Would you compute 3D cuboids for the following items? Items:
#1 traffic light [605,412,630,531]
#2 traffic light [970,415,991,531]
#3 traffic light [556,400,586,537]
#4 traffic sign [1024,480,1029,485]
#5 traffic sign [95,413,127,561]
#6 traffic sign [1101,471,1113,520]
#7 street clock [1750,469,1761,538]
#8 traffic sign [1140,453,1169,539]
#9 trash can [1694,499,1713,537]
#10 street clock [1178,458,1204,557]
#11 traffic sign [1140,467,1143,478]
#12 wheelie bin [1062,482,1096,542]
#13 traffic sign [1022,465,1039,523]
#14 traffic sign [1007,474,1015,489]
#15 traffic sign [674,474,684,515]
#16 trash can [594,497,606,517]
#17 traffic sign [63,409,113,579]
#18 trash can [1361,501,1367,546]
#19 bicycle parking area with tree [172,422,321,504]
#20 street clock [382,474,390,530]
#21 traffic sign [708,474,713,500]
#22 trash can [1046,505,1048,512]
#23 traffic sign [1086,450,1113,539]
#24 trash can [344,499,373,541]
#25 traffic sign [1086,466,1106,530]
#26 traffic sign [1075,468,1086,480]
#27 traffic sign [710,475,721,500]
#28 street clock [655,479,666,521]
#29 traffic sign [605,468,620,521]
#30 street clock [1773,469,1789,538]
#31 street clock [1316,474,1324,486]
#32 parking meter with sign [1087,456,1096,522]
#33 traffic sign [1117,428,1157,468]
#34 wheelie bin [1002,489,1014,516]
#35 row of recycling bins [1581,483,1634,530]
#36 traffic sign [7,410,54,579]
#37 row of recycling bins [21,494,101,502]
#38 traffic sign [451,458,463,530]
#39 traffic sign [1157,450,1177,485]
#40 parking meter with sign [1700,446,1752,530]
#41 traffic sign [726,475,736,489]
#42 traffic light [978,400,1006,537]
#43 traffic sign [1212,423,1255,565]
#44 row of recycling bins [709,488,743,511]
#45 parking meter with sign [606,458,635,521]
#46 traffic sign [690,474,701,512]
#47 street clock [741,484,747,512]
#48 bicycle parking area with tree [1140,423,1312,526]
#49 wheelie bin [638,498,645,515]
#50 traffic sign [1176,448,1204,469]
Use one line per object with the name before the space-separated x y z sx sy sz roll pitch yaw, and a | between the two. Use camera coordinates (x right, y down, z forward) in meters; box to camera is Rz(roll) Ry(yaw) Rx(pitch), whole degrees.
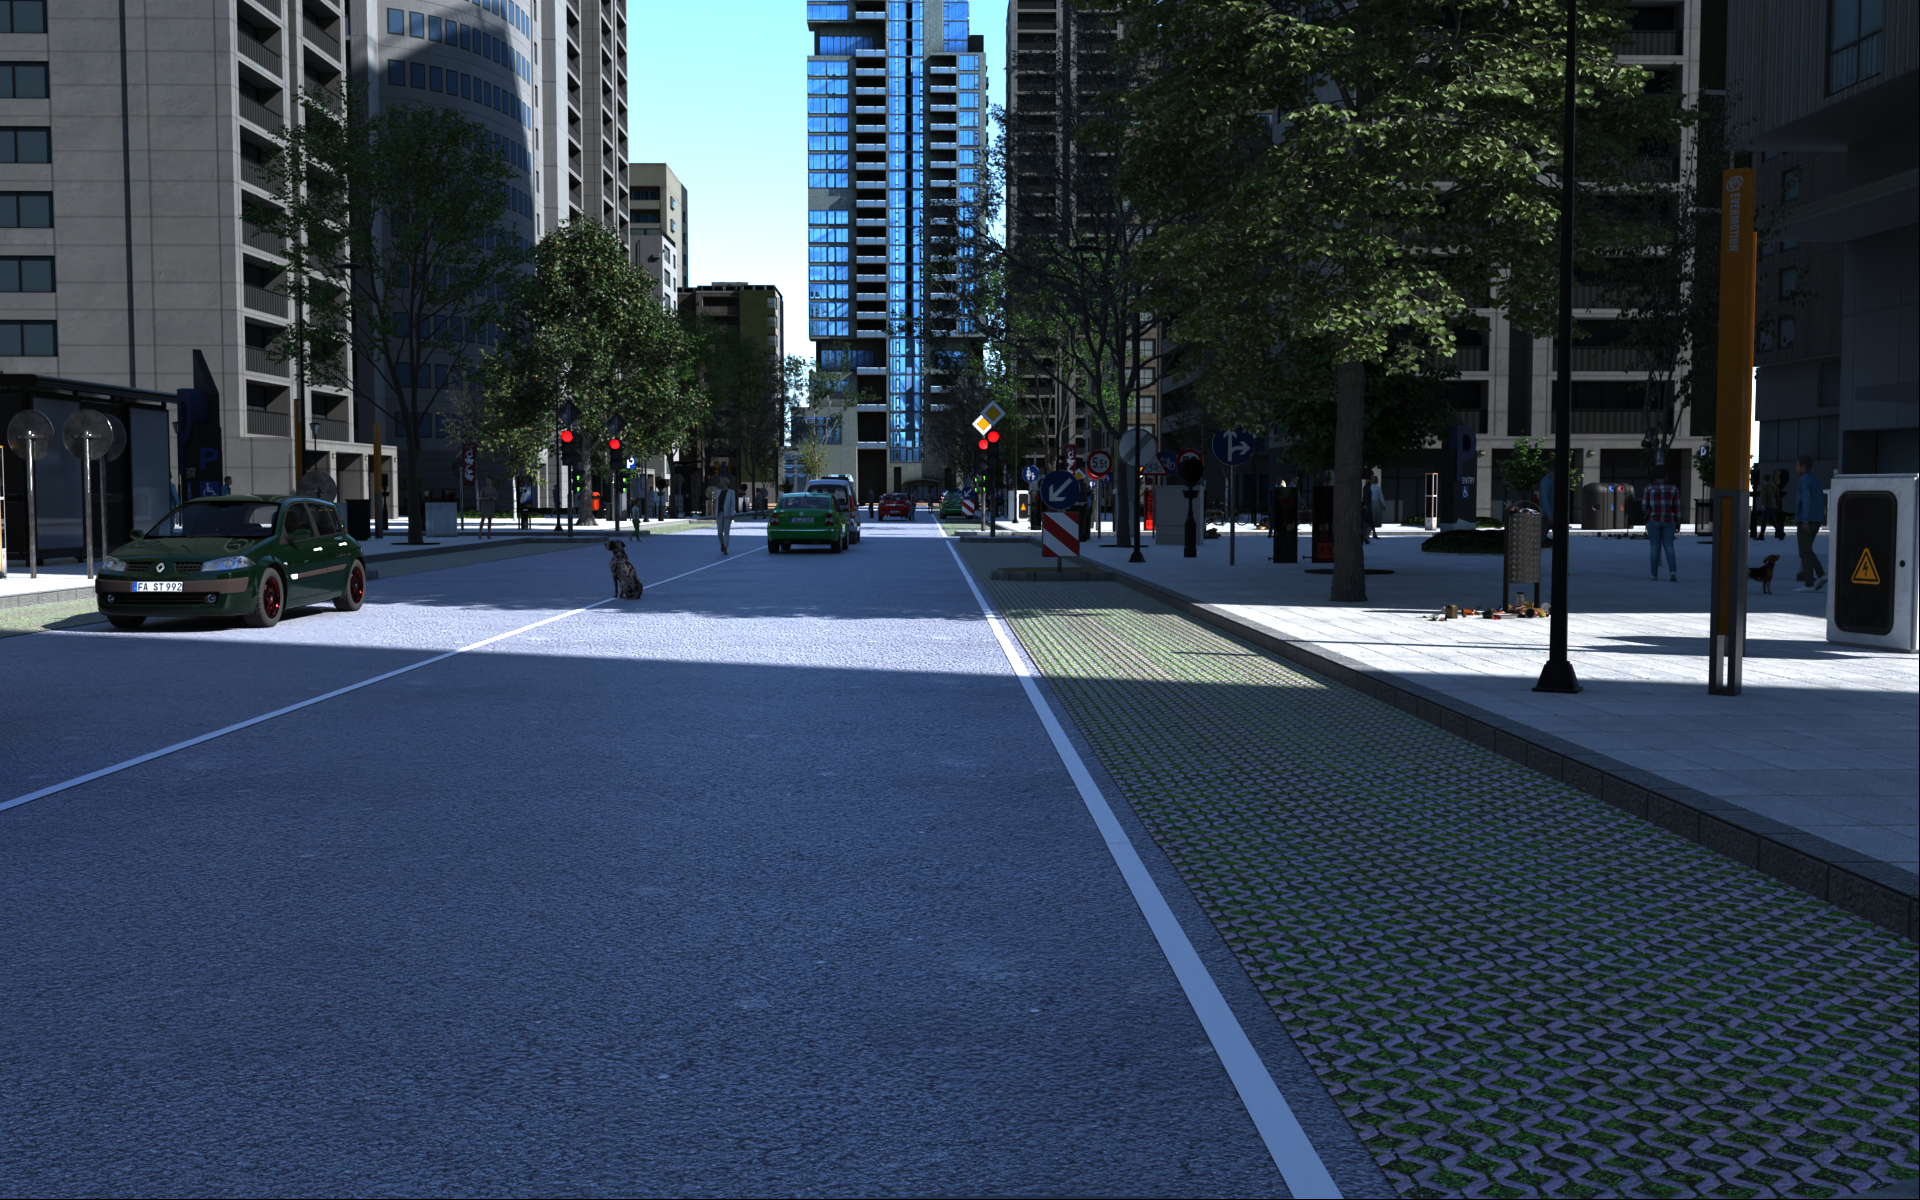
traffic light | -11.774 -4.316 59.487 0.839 4.253 0.868 0 4 -1
traffic light | 0.784 -4.334 59.786 0.839 4.253 0.868 0 4 -1
traffic light | -11.593 -3.828 51.504 0.839 4.253 0.868 0 4 -1
traffic sign | 3.951 -5.933 97.103 0.768 2.556 0.104 0 4 6
traffic sign | -13.525 -1.666 27.352 0.768 2.556 0.104 0 4 7
traffic sign | 7.136 -5.194 85.033 0.768 2.556 0.104 0 4 -1
street clock | 23.129 -2.805 50.429 0.358 2.002 0.471 1 4 22
traffic sign | 5.564 -3.042 49.740 0.884 2.594 0.081 0 4 1
trash can | 22.623 -2.500 52.523 0.748 1.137 0.748 0 3 0
street clock | 4.671 -1.867 35.091 0.471 2.002 0.358 -2 4 -25
traffic sign | 6.402 -3.793 61.756 0.795 2.593 0.064 0 4 1
wheelie bin | 3.364 -2.496 48.714 0.693 1.594 0.980 3 5 42
traffic sign | 3.109 -4.654 76.198 0.768 2.556 0.104 0 4 8
traffic sign | 3.048 -6.330 103.596 0.768 2.556 0.104 0 4 5
traffic sign | -17.683 -6.630 108.506 0.768 2.556 0.104 0 4 2
trash can | -19.277 -4.952 92.616 0.748 1.137 0.748 0 3 0
traffic sign | -13.120 -1.587 26.057 0.768 2.556 0.104 0 4 2
trash can | 7.773 -1.413 34.749 0.748 1.137 0.748 0 3 0
bicycle parking area with tree | -28.498 -5.023 69.134 8.231 4.147 9.016 0 4 3
street clock | -20.296 -3.459 61.131 0.358 2.002 0.471 -1 4 -21
traffic sign | -16.276 -6.935 113.389 0.884 2.594 0.081 0 4 5
trash can | 4.582 -4.645 87.606 0.748 1.137 0.748 0 3 0
traffic sign | 4.016 -3.041 49.831 0.768 2.556 0.104 0 4 2
trash can | -16.587 -2.209 47.774 0.748 1.137 0.748 0 3 0
traffic sign | 4.831 -3.731 61.110 0.768 2.556 0.104 0 4 6
traffic sign | 6.062 -5.413 88.234 0.795 2.593 0.064 0 4 6
traffic sign | -15.959 -6.911 113.105 0.768 2.556 0.104 0 4 -1
street clock | -14.069 -4.701 81.428 0.358 2.002 0.471 3 5 43
traffic sign | -16.227 -4.949 81.015 0.768 2.556 0.104 0 4 6
street clock | 23.772 -2.790 50.184 0.358 2.002 0.471 0 4 -5
street clock | 13.081 -3.571 62.964 0.358 2.002 0.471 1 4 19
parking meter with sign | 6.109 -5.112 79.848 0.543 3.016 1.738 0 4 2
traffic sign | 3.428 -2.048 33.584 0.768 2.556 0.104 0 4 2
wheelie bin | 2.888 -5.795 102.651 0.980 1.594 0.693 2 4 33
row of recycling bins | 23.518 -3.415 62.945 1.069 1.692 3.534 3 5 41
traffic sign | -14.076 -1.598 26.238 0.768 2.556 0.104 0 4 8
row of recycling bins | -25.585 -2.594 49.519 3.534 1.692 1.069 2 4 30
traffic sign | -17.602 -3.735 61.167 0.768 2.556 0.104 0 4 8
traffic sign | 5.967 -3.083 50.506 0.768 2.556 0.104 0 4 1
parking meter with sign | 27.607 -4.046 62.407 1.738 3.016 0.543 0 4 -2
traffic sign | -14.968 -6.892 112.783 0.768 2.556 0.104 0 4 7
traffic light | 0.965 -3.846 51.803 0.839 4.253 0.868 0 4 -1
traffic sign | 4.901 -1.896 31.105 0.768 2.556 0.104 0 4 4
row of recycling bins | -17.302 -7.358 127.411 1.069 1.692 3.534 3 4 37
parking meter with sign | -16.213 -5.268 82.398 1.738 3.016 0.543 3 5 41
traffic sign | -17.095 -6.856 112.203 0.768 2.556 0.104 0 4 5
street clock | -15.032 -7.097 120.604 0.358 2.002 0.471 3 4 36
bicycle parking area with tree | 12.390 -5.199 72.014 9.016 4.147 8.231 1 4 22
wheelie bin | -19.366 -5.975 105.594 0.980 1.594 0.693 2 4 35
traffic sign | 6.402 -2.950 48.346 0.768 2.556 0.104 0 4 3
